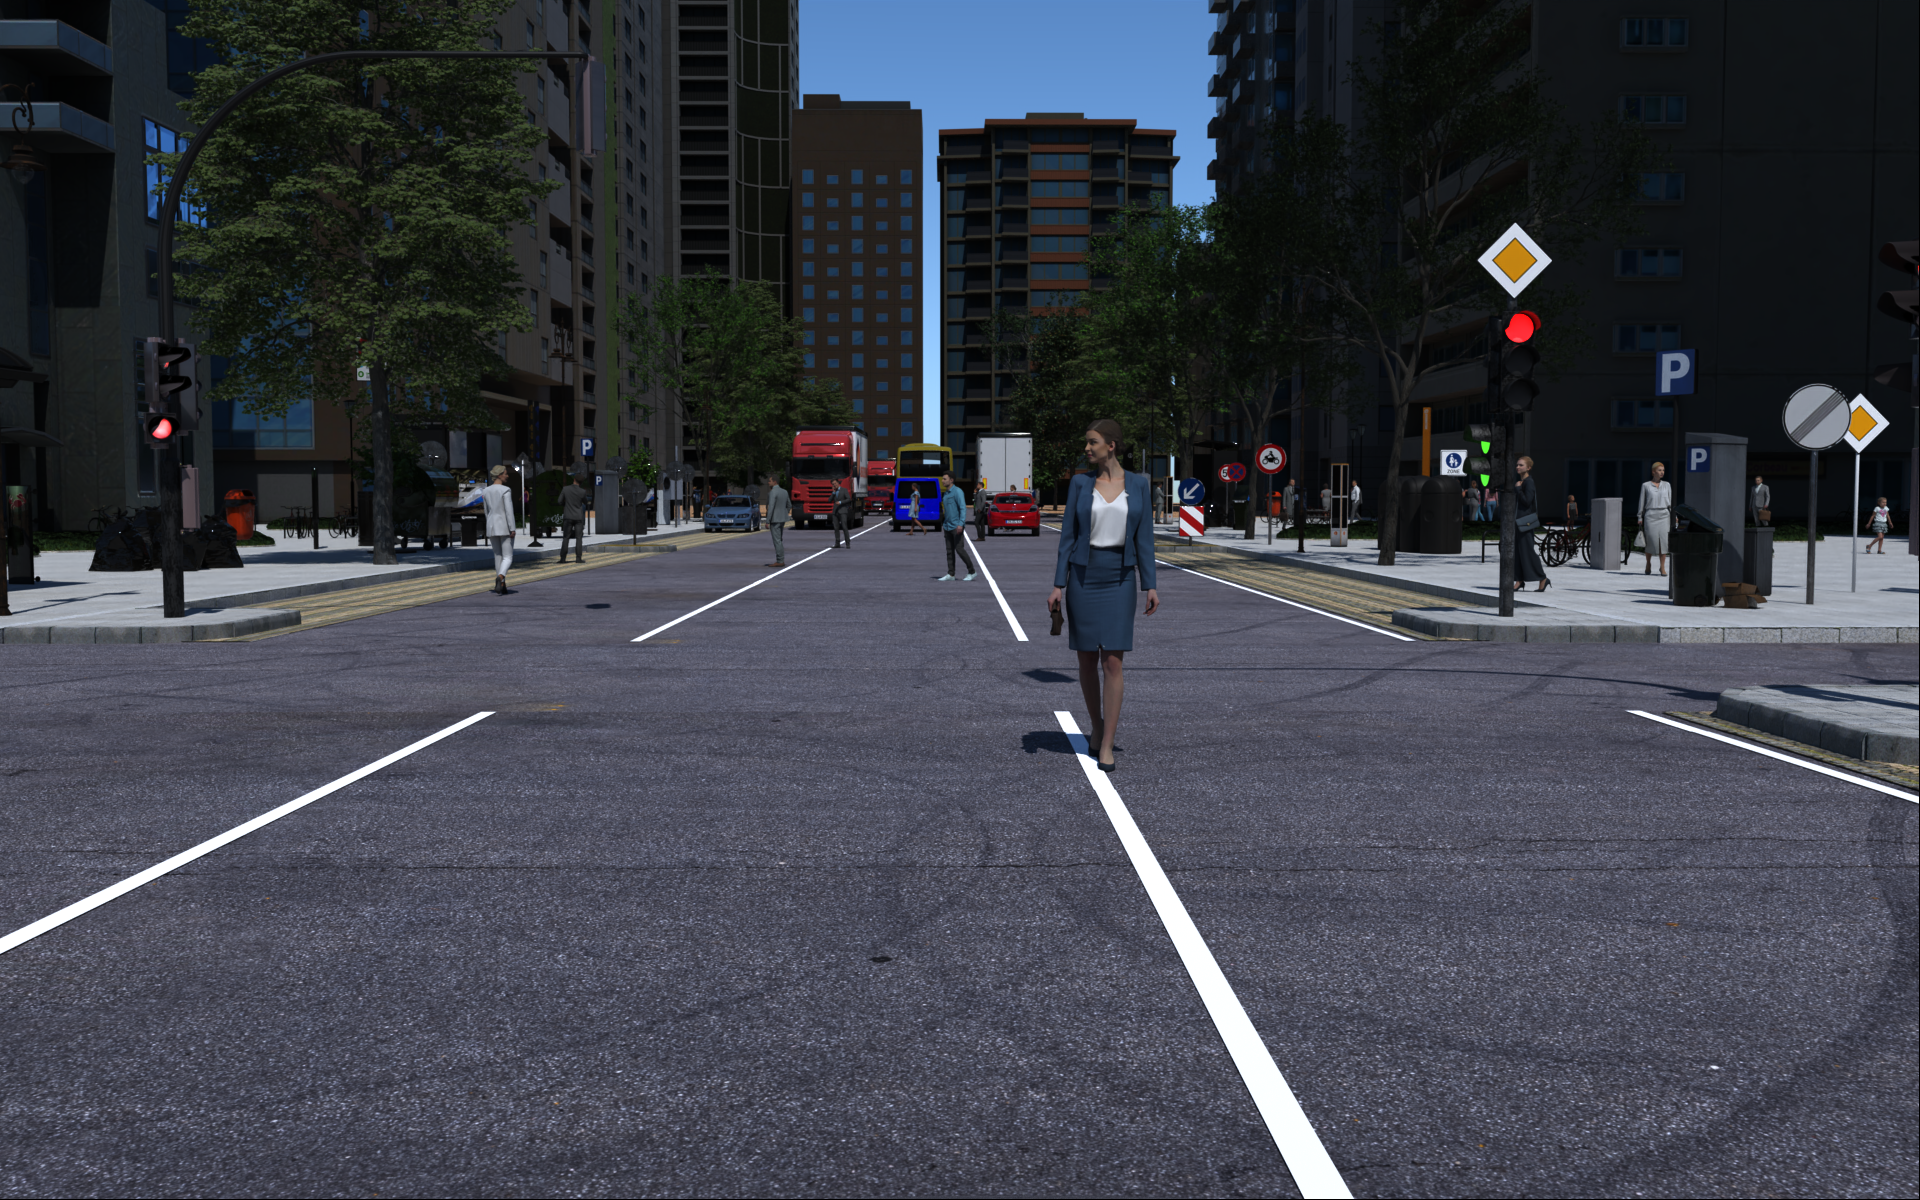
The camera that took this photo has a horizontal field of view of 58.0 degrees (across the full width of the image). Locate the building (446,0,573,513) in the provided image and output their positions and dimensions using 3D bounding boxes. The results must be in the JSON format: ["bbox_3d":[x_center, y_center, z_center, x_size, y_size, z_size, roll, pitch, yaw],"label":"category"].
[{"bbox_3d":[-39.584,-31.587,105.692,28.713,52.752,27.495,0,4,-1],"label":"building"}]

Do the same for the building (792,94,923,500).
[{"bbox_3d":[-11.349,-33.479,197.485,14.200,45.320,14.600,0,4,-1],"label":"building"}]

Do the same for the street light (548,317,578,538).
[{"bbox_3d":[-10.411,-4.449,45.536,0.468,5.910,1.993,0,4,-1],"label":"street light"}]

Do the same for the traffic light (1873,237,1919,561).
[{"bbox_3d":[3.691,-2.154,9.893,4.771,5.953,1.251,0,4,-1],"label":"traffic light"}]

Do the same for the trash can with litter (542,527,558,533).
[{"bbox_3d":[-13.773,-2.817,57.449,0.624,1.170,1.055,0,4,8],"label":"trash can with litter"}]

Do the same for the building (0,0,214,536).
[{"bbox_3d":[-36.906,-44.891,46.635,22.319,86.520,31.000,0,4,-1],"label":"building"}]

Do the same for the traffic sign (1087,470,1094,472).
[{"bbox_3d":[6.980,-5.610,91.824,0.768,2.556,0.104,0,4,1],"label":"traffic sign"}]

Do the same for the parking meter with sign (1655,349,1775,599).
[{"bbox_3d":[9.390,-1.541,21.458,1.738,3.016,0.543,-2,4,-31],"label":"parking meter with sign"}]

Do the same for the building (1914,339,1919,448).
[{"bbox_3d":[41.756,-44.339,37.612,31.000,86.520,22.319,0,4,-1],"label":"building"}]

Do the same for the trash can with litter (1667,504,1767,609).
[{"bbox_3d":[8.637,-0.511,19.734,1.055,1.170,0.624,3,5,43],"label":"trash can with litter"}]

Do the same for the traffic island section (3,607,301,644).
[{"bbox_3d":[-8.195,0.260,18.025,2.009,0.180,2.903,0,4,-1],"label":"traffic island section"}]

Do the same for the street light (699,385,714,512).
[{"bbox_3d":[-10.667,-6.139,73.168,0.468,5.910,1.993,0,4,-1],"label":"street light"}]

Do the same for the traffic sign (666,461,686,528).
[{"bbox_3d":[-10.877,-4.048,66.292,0.768,2.556,0.104,0,4,2],"label":"traffic sign"}]

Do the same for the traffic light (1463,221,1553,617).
[{"bbox_3d":[5.705,-1.781,18.039,0.839,4.253,0.868,0,4,-1],"label":"traffic light"}]

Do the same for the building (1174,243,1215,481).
[{"bbox_3d":[32.289,-26.048,197.593,14.107,30.474,14.160,0,4,-1],"label":"building"}]

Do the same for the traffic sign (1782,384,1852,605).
[{"bbox_3d":[9.888,-1.221,20.073,0.768,2.556,0.104,0,4,6],"label":"traffic sign"}]

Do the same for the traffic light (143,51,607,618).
[{"bbox_3d":[-6.064,-2.647,17.945,4.771,5.953,1.251,0,4,-1],"label":"traffic light"}]

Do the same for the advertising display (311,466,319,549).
[{"bbox_3d":[-15.118,-2.166,40.625,0.123,1.923,0.974,-1,4,-19],"label":"advertising display"}]

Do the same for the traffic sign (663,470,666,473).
[{"bbox_3d":[-15.490,-5.555,90.928,0.768,2.556,0.104,1,4,8],"label":"traffic sign"}]

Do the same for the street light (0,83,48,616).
[{"bbox_3d":[-10.114,-2.772,18.115,0.468,5.910,1.993,0,4,-1],"label":"street light"}]

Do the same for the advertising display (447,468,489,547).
[{"bbox_3d":[-12.006,-2.268,42.296,0.974,1.923,0.123,-2,4,-28],"label":"advertising display"}]

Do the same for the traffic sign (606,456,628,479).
[{"bbox_3d":[-11.495,-3.539,57.963,0.768,2.556,0.104,0,4,8],"label":"traffic sign"}]

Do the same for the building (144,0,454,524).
[{"bbox_3d":[-32.171,-26.200,78.482,14.600,45.320,14.200,0,4,-1],"label":"building"}]

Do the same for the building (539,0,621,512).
[{"bbox_3d":[-33.346,-27.111,126.855,14.154,41.232,14.086,0,4,-1],"label":"building"}]

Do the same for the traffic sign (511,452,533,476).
[{"bbox_3d":[-13.584,-3.309,53.832,0.795,2.593,0.064,1,4,8],"label":"traffic sign"}]

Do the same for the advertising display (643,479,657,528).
[{"bbox_3d":[-11.836,-3.716,65.976,0.123,1.923,0.974,-3,5,-40],"label":"advertising display"}]

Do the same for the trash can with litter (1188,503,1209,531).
[{"bbox_3d":[8.328,-3.033,60.985,0.624,1.170,1.055,-3,4,-37],"label":"trash can with litter"}]

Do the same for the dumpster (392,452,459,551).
[{"bbox_3d":[-12.529,-2.283,39.819,1.502,2.255,1.985,0,4,-1],"label":"dumpster"}]

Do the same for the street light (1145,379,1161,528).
[{"bbox_3d":[7.249,-5.657,65.276,0.468,5.910,1.993,0,4,-1],"label":"street light"}]

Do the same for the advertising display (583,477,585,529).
[{"bbox_3d":[-14.066,-3.623,64.452,0.123,1.923,0.974,-1,4,-18],"label":"advertising display"}]

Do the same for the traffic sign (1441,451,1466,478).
[{"bbox_3d":[11.449,-2.331,40.249,0.606,2.300,0.079,0,4,3],"label":"traffic sign"}]

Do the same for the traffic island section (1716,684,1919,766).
[{"bbox_3d":[5.822,0.741,10.168,2.009,0.180,2.903,0,4,-1],"label":"traffic island section"}]

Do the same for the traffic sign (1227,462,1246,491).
[{"bbox_3d":[11.070,-4.241,69.451,0.768,2.556,0.104,0,4,3],"label":"traffic sign"}]

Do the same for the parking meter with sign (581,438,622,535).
[{"bbox_3d":[-11.212,-3.596,55.051,0.543,3.016,1.738,2,4,33],"label":"parking meter with sign"}]

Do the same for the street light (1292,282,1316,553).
[{"bbox_3d":[7.488,-3.980,37.854,0.468,5.910,1.993,0,4,-1],"label":"street light"}]

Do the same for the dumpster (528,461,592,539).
[{"bbox_3d":[-11.689,-2.943,50.607,1.502,2.255,1.985,0,4,-1],"label":"dumpster"}]

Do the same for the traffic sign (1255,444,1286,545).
[{"bbox_3d":[7.834,-2.667,43.714,0.768,2.556,0.104,1,4,9],"label":"traffic sign"}]

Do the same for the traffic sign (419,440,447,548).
[{"bbox_3d":[-12.569,-2.512,41.172,0.768,2.556,0.104,0,3,0],"label":"traffic sign"}]

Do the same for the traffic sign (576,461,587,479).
[{"bbox_3d":[-14.868,-4.127,67.576,0.768,2.556,0.104,0,4,7],"label":"traffic sign"}]

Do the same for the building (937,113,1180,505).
[{"bbox_3d":[10.145,-33.468,201.821,28.867,44.769,22.147,0,4,-1],"label":"building"}]

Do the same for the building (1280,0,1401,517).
[{"bbox_3d":[31.931,-34.684,109.089,21.231,58.520,28.212,0,4,-1],"label":"building"}]

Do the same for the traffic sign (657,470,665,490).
[{"bbox_3d":[-15.660,-5.510,90.191,0.768,2.556,0.104,0,4,1],"label":"traffic sign"}]

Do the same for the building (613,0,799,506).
[{"bbox_3d":[-29.503,-46.543,199.233,20.611,71.187,20.563,0,4,-1],"label":"building"}]

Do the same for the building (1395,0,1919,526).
[{"bbox_3d":[33.506,-27.851,79.069,21.300,48.544,21.600,0,4,-1],"label":"building"}]

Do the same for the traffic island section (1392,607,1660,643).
[{"bbox_3d":[5.746,0.252,18.153,2.009,0.180,2.903,0,4,-1],"label":"traffic island section"}]

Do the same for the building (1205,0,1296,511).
[{"bbox_3d":[32.160,-31.800,139.544,23.786,49.044,30.456,0,4,-1],"label":"building"}]

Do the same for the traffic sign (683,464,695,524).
[{"bbox_3d":[-11.591,-4.482,73.378,0.768,2.556,0.104,0,4,8],"label":"traffic sign"}]

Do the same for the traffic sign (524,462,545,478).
[{"bbox_3d":[-14.497,-3.628,59.326,0.884,2.594,0.081,0,4,3],"label":"traffic sign"}]
